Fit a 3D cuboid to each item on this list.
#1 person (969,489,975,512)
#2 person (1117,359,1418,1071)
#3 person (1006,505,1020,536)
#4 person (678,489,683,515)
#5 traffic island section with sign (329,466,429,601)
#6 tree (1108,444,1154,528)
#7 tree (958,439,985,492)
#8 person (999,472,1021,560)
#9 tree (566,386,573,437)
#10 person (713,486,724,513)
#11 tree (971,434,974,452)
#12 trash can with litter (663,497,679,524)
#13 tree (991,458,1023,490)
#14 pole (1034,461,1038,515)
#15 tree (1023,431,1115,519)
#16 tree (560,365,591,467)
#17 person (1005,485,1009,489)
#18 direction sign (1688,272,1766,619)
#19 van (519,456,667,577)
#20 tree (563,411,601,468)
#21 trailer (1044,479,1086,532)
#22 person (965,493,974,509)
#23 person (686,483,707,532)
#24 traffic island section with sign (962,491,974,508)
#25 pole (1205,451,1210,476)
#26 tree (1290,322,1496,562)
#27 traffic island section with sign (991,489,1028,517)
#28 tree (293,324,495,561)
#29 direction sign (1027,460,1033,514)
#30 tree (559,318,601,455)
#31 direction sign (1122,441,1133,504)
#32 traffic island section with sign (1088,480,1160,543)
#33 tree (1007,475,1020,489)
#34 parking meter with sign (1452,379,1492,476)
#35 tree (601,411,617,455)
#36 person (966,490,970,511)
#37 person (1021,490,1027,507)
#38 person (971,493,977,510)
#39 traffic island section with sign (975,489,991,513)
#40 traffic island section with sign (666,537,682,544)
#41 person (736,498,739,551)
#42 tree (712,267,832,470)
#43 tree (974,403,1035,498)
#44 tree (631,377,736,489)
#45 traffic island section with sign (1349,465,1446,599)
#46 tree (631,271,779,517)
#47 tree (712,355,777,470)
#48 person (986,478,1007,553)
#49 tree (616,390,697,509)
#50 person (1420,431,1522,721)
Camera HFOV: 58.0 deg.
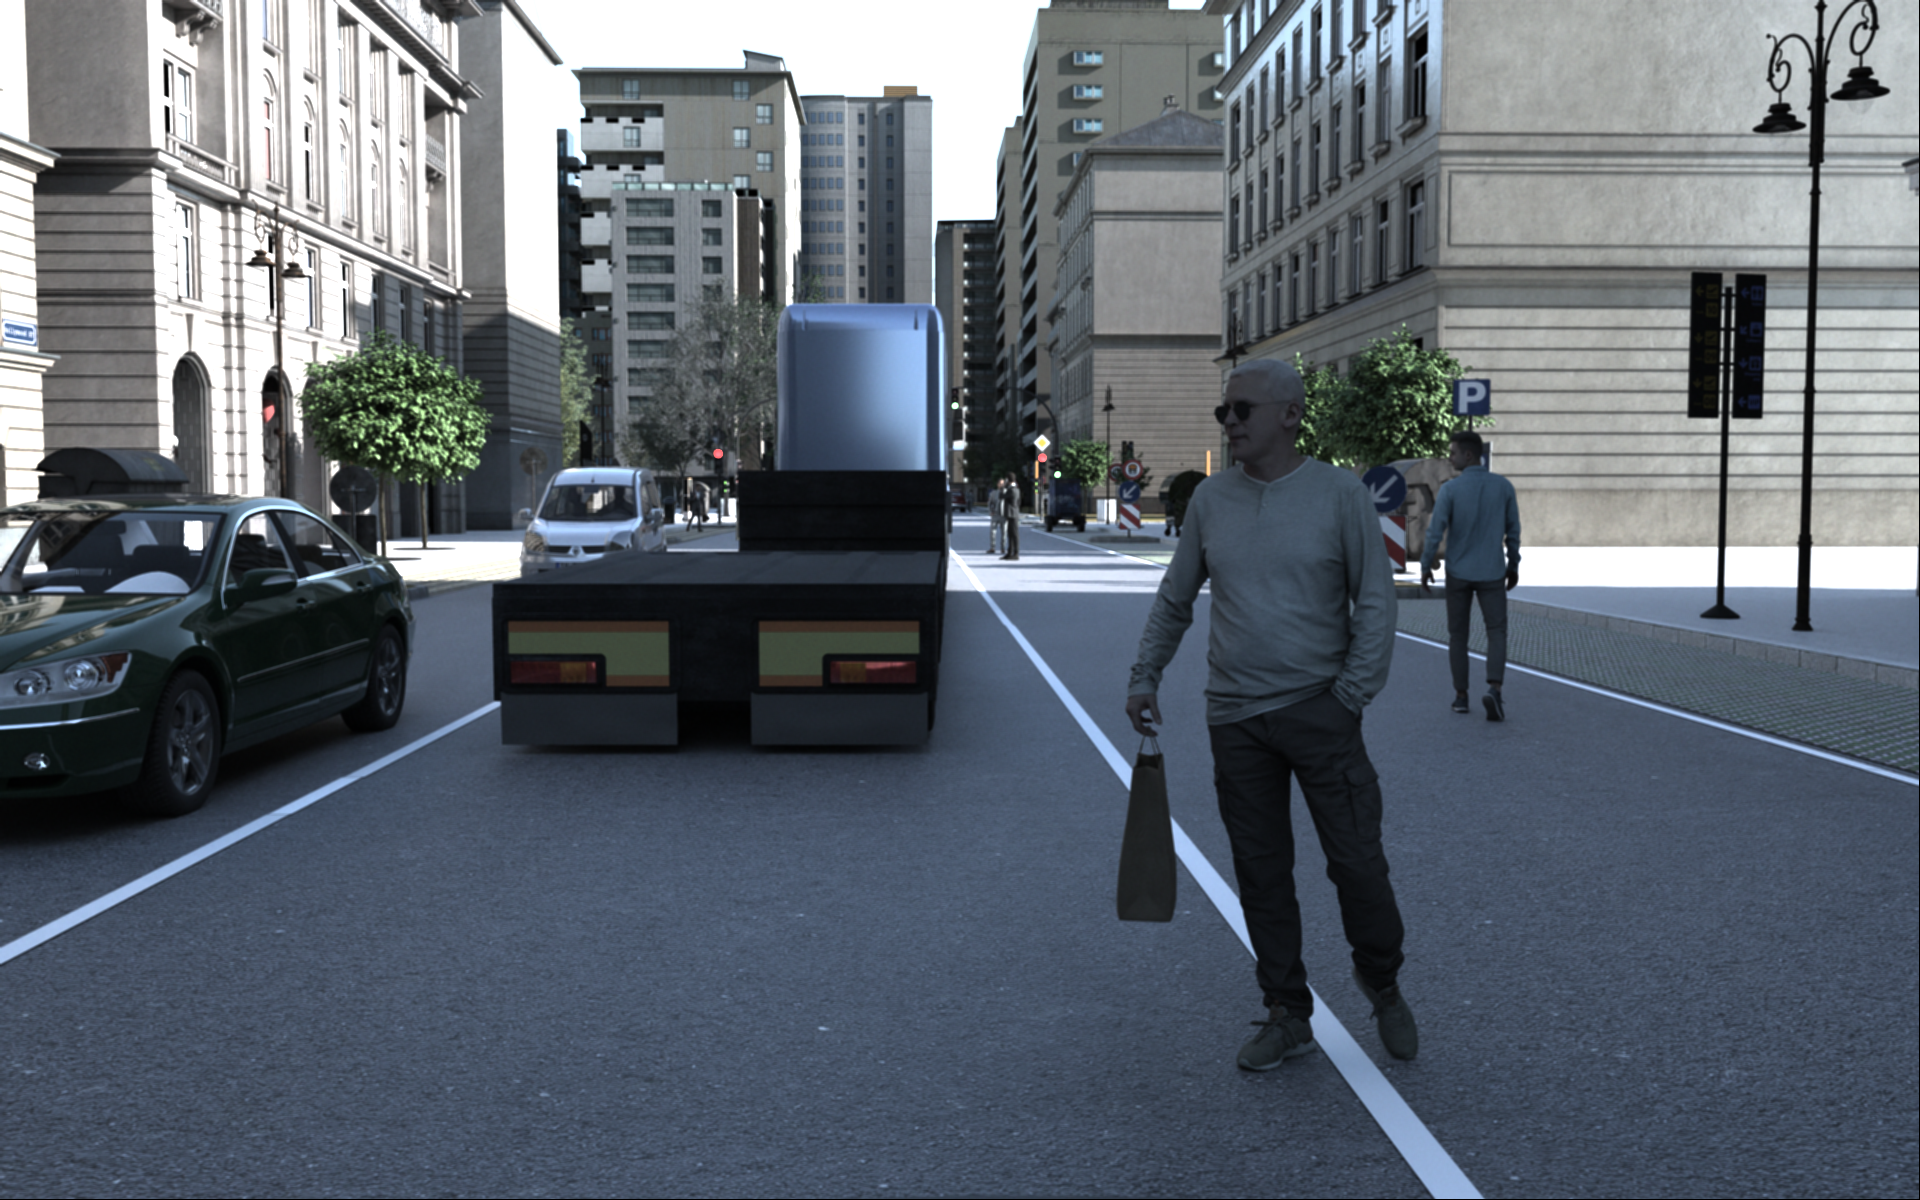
[{"bbox_3d":[0.936,-7.765,135.634,0.466,1.800,0.511,-1,4,-17],"label":"person"},{"bbox_3d":[0.752,0.279,4.424,0.782,1.767,0.515,2,4,31],"label":"person"},{"bbox_3d":[1.809,-3.073,59.586,0.563,1.720,0.643,-1,4,-17],"label":"person"},{"bbox_3d":[-17.327,-6.259,108.176,0.447,1.846,0.655,3,4,37],"label":"person"},{"bbox_3d":[-8.359,-0.911,23.517,1.989,1.847,2.006,0,4,-2],"label":"traffic island section with sign"},{"bbox_3d":[6.572,-4.390,66.374,1.663,3.219,1.824,0,3,0],"label":"tree"},{"bbox_3d":[1.653,-16.900,226.674,4.737,8.622,4.395,0,3,0],"label":"tree"},{"bbox_3d":[1.068,-1.820,37.625,0.474,1.900,0.648,0,4,4],"label":"person"},{"bbox_3d":[-34.129,-13.533,131.633,12.009,13.543,11.850,0,3,0],"label":"tree"},{"bbox_3d":[-15.797,-6.611,114.094,0.822,1.834,0.622,1,4,20],"label":"person"},{"bbox_3d":[3.427,-13.512,171.290,4.360,8.622,3.978,0,3,0],"label":"tree"},{"bbox_3d":[-12.399,-3.821,73.867,0.624,1.170,1.055,0,4,2],"label":"trash can with litter"},{"bbox_3d":[4.129,-10.141,149.527,4.285,4.588,4.351,0,3,0],"label":"tree"},{"bbox_3d":[4.693,-6.893,106.546,0.158,3.312,0.155,0,3,0],"label":"pole"},{"bbox_3d":[6.422,-6.473,89.541,4.285,4.588,4.351,0,3,0],"label":"tree"},{"bbox_3d":[-23.356,-9.133,99.694,4.737,8.622,4.395,0,3,0],"label":"tree"},{"bbox_3d":[2.023,-3.855,71.794,0.793,1.790,0.793,0,4,0],"label":"person"},{"bbox_3d":[7.883,-1.582,17.858,0.876,3.537,0.379,-1,4,-15],"label":"direction sign"},{"bbox_3d":[-5.246,-1.104,25.057,2.013,2.044,4.112,0,4,-4],"label":"van"},{"bbox_3d":[-33.300,-12.387,152.888,4.360,8.622,3.978,0,3,0],"label":"tree"},{"bbox_3d":[3.927,-3.604,65.974,1.471,1.999,3.904,0,4,-2],"label":"trailer"},{"bbox_3d":[0.770,-8.970,155.274,0.853,1.813,0.709,3,5,43],"label":"person"},{"bbox_3d":[-9.988,-3.496,65.629,0.622,1.834,0.822,-3,5,-40],"label":"person"},{"bbox_3d":[0.787,-10.695,183.493,1.989,1.847,2.006,0,4,-2],"label":"traffic island section with sign"},{"bbox_3d":[11.723,-5.401,82.145,0.158,3.312,0.155,0,3,0],"label":"pole"},{"bbox_3d":[8.471,-3.017,33.044,4.285,4.588,4.351,0,3,0],"label":"tree"},{"bbox_3d":[3.131,-5.991,106.584,1.989,1.847,2.006,0,4,-2],"label":"traffic island section with sign"},{"bbox_3d":[-11.171,-3.056,33.685,4.285,4.588,4.351,0,3,0],"label":"tree"},{"bbox_3d":[4.612,-7.471,114.142,0.379,3.537,0.876,-1,4,-21],"label":"direction sign"},{"bbox_3d":[-27.272,-12.303,107.813,9.857,13.997,8.962,0,3,0],"label":"tree"},{"bbox_3d":[7.181,-5.030,74.244,0.379,3.537,0.876,3,4,37],"label":"direction sign"},{"bbox_3d":[4.821,-2.613,51.343,1.989,1.847,2.006,0,4,-2],"label":"traffic island section with sign"},{"bbox_3d":[4.383,-9.124,143.778,1.663,3.219,1.824,0,3,0],"label":"tree"},{"bbox_3d":[7.579,-1.793,25.574,0.543,3.016,1.738,1,4,13],"label":"parking meter with sign"},{"bbox_3d":[-26.534,-11.717,141.934,4.360,8.622,3.978,0,3,0],"label":"tree"},{"bbox_3d":[0.790,-8.244,143.475,0.537,1.800,0.526,-2,4,-24],"label":"person"},{"bbox_3d":[6.001,-9.876,167.609,1.348,1.812,0.705,3,5,43],"label":"person"},{"bbox_3d":[1.066,-8.460,147.577,0.760,1.731,0.466,0,4,5],"label":"person"},{"bbox_3d":[2.318,-7.639,133.527,1.989,1.847,2.006,0,4,-2],"label":"traffic island section with sign"},{"bbox_3d":[-9.178,-2.559,50.460,1.989,1.847,2.006,0,4,-2],"label":"traffic island section with sign"},{"bbox_3d":[-5.043,-1.973,40.978,0.641,1.798,0.478,1,4,17],"label":"person"},{"bbox_3d":[-14.258,-17.632,144.177,12.611,20.169,13.585,0,3,0],"label":"tree"},{"bbox_3d":[4.144,-11.558,139.339,4.360,8.622,3.978,0,3,0],"label":"tree"},{"bbox_3d":[-21.192,-12.153,133.109,8.767,10.594,7.601,0,4,-3],"label":"tree"},{"bbox_3d":[5.642,-0.965,24.401,1.989,1.847,2.006,0,4,-2],"label":"traffic island section with sign"},{"bbox_3d":[-13.150,-11.374,96.330,12.009,13.543,11.850,0,3,0],"label":"tree"},{"bbox_3d":[-13.902,-12.097,123.536,9.928,11.665,9.643,0,3,0],"label":"tree"},{"bbox_3d":[0.970,-2.053,42.159,0.635,1.810,0.391,0,4,6],"label":"person"},{"bbox_3d":[-21.074,-10.523,122.408,4.360,8.622,3.978,0,3,0],"label":"tree"},{"bbox_3d":[3.299,-0.173,11.188,0.638,1.841,0.748,1,4,15],"label":"person"}]
